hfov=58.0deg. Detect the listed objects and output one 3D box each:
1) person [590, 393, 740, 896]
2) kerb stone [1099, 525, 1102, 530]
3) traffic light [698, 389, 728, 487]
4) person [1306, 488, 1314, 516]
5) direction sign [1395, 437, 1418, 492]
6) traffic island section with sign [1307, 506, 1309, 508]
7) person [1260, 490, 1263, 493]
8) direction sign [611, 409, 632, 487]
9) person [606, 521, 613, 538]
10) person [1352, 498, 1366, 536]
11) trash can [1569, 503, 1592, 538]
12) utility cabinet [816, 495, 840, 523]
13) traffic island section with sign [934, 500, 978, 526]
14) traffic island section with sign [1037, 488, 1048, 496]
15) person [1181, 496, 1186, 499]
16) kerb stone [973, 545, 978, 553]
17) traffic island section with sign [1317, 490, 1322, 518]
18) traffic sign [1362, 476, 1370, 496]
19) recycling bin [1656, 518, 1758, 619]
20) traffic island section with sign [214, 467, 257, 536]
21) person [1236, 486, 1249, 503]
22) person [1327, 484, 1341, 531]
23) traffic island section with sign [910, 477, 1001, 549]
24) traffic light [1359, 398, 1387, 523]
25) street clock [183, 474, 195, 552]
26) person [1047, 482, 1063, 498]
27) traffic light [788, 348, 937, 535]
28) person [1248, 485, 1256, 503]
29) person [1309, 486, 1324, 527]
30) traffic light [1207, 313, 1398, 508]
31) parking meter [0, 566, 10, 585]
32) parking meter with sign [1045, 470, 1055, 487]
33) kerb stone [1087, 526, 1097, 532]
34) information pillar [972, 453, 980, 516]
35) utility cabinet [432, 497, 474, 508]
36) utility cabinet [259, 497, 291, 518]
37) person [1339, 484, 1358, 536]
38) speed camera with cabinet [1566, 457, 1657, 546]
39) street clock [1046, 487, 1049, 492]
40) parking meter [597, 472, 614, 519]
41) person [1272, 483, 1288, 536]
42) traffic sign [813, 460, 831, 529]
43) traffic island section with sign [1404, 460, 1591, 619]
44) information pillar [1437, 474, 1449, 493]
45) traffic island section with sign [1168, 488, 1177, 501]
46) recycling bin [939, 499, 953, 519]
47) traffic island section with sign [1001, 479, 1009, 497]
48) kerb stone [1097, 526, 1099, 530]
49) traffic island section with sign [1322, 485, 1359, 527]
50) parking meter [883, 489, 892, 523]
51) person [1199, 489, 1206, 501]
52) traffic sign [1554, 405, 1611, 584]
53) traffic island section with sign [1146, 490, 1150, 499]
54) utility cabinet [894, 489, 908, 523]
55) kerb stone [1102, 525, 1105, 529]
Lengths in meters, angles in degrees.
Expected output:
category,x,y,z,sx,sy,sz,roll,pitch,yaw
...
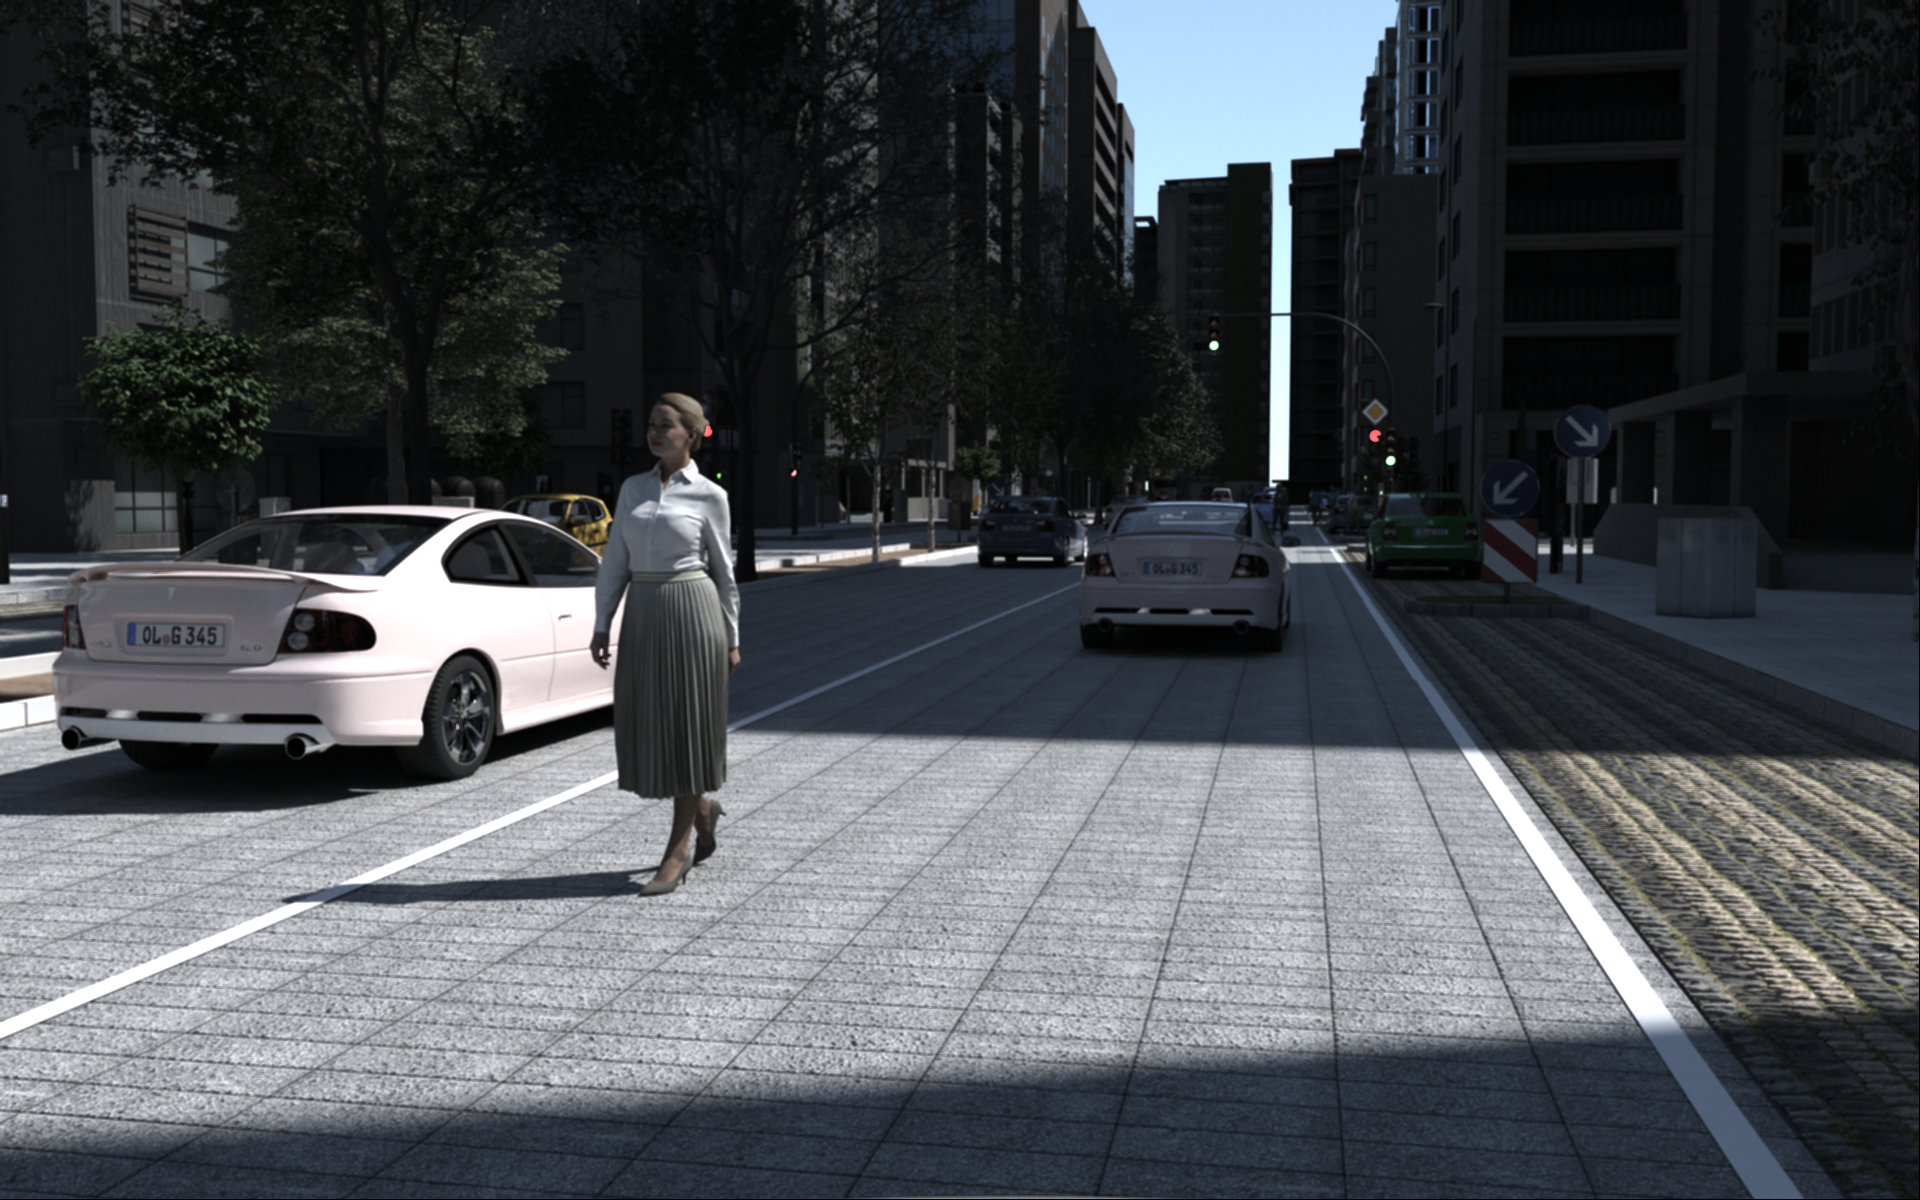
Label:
category,x,y,z,sx,sy,sz,roll,pitch,yaw
person,-1.043,0.141,6.417,0.478,1.798,0.641,2,4,25
kerb stone,5.458,-2.865,69.081,0.120,0.150,1.000,1,4,11
traffic light,-6.682,-3.517,46.418,0.839,4.253,0.868,1,4,11
person,22.946,-6.392,113.234,0.478,1.798,0.641,-3,5,-40
direction sign,17.718,-4.694,68.748,0.876,3.537,0.379,2,4,26
traffic island section with sign,31.498,-8.706,150.967,1.989,1.847,2.006,1,4,11
person,19.859,-6.405,114.052,0.563,1.720,0.643,2,4,32
direction sign,-9.022,-3.320,46.277,0.379,3.537,0.876,2,4,25
person,-2.880,-0.094,15.045,0.382,1.210,0.505,-3,5,-44
person,12.257,-2.476,53.247,0.475,1.303,0.640,-2,4,-25
trash can,18.262,-2.405,50.976,0.748,1.137,0.748,0,3,0
utility cabinet,-5.885,-4.031,77.067,1.020,1.237,0.306,-2,4,-24
traffic island section with sign,-0.076,-4.317,79.214,1.989,1.847,2.006,1,4,11
traffic island section with sign,5.022,-5.936,105.685,1.989,1.847,2.006,1,4,11
person,25.728,-11.770,200.881,1.348,1.831,0.705,-3,4,-37
kerb stone,0.304,-1.232,42.358,0.120,0.150,1.000,1,4,11
traffic island section with sign,22.095,-5.725,102.227,1.989,1.847,2.006,1,4,11
traffic sign,22.320,-5.773,94.497,0.768,2.556,0.104,1,4,19
recycling bin,7.847,-0.346,18.210,0.722,1.027,0.722,-2,4,-25
traffic island section with sign,-10.620,-0.974,24.556,1.989,1.847,2.006,1,4,11
person,12.808,-4.257,78.445,0.601,1.785,0.444,1,4,15
person,14.324,-3.524,66.135,0.660,1.820,0.620,2,4,30
traffic island section with sign,-0.136,-2.287,45.534,2.006,1.907,1.989,1,4,11
traffic light,12.176,-3.793,50.943,0.839,4.253,0.868,1,4,11
street clock,-17.226,-2.082,38.619,0.471,2.002,0.358,-3,5,-41
person,3.281,-3.186,60.397,0.655,1.846,0.447,2,4,31
traffic light,-3.100,-4.846,53.898,4.771,5.953,1.251,1,4,11
person,12.987,-4.182,76.839,0.822,1.834,0.622,2,4,29
person,15.560,-4.088,75.677,0.444,1.785,0.601,-3,5,-39
traffic light,8.593,-4.201,43.356,4.771,5.953,1.251,1,4,11
parking meter,-13.720,-0.989,24.578,0.372,1.533,0.369,0,3,0
parking meter with sign,6.639,-7.976,126.669,0.543,3.016,1.738,0,4,-6
kerb stone,5.075,-2.745,67.073,0.120,0.150,1.000,1,4,11
information pillar,0.914,-6.620,99.595,0.504,3.616,0.183,3,5,44
utility cabinet,-10.939,-1.585,37.070,1.020,1.237,0.306,0,4,4
utility cabinet,-13.680,-1.434,34.610,0.306,1.237,1.020,0,4,-3
person,12.328,-2.796,54.894,0.598,1.740,0.731,1,4,10
speed camera with cabinet,15.838,-2.923,42.121,2.038,3.252,0.660,2,4,29
street clock,6.175,-7.178,121.924,0.471,2.002,0.358,-2,4,-33
parking meter,-9.618,-2.526,47.019,0.399,1.863,0.255,-3,4,-38
person,10.871,-3.068,58.850,0.537,1.800,0.526,2,4,33
traffic sign,-5.083,-3.898,63.833,0.768,2.556,0.104,1,4,14
traffic island section with sign,6.396,-0.746,20.817,1.989,1.847,2.006,1,4,11
information pillar,17.433,-3.553,62.580,0.304,2.012,0.304,-1,4,-13
traffic island section with sign,15.495,-7.245,126.592,2.006,1.907,1.989,1,4,11
recycling bin,-0.674,-4.670,88.902,0.722,1.027,0.722,1,4,14
traffic island section with sign,1.276,-2.732,52.806,2.006,1.907,1.989,1,4,11
kerb stone,5.261,-2.802,68.078,0.120,0.150,1.000,1,4,11
traffic island section with sign,16.984,-4.106,75.759,1.989,1.847,2.006,1,4,11
parking meter,-3.238,-4.205,77.158,0.372,1.533,0.369,0,3,0
person,20.010,-8.171,142.113,0.705,1.823,1.348,-2,4,-32
traffic sign,8.884,-1.509,24.774,0.768,2.556,0.104,1,4,19
traffic island section with sign,19.513,-10.532,180.826,1.989,1.847,2.006,1,4,11
utility cabinet,-2.623,-4.192,77.214,0.318,1.500,1.173,1,4,16
kerb stone,5.653,-2.929,70.091,0.120,0.150,1.000,1,4,11
